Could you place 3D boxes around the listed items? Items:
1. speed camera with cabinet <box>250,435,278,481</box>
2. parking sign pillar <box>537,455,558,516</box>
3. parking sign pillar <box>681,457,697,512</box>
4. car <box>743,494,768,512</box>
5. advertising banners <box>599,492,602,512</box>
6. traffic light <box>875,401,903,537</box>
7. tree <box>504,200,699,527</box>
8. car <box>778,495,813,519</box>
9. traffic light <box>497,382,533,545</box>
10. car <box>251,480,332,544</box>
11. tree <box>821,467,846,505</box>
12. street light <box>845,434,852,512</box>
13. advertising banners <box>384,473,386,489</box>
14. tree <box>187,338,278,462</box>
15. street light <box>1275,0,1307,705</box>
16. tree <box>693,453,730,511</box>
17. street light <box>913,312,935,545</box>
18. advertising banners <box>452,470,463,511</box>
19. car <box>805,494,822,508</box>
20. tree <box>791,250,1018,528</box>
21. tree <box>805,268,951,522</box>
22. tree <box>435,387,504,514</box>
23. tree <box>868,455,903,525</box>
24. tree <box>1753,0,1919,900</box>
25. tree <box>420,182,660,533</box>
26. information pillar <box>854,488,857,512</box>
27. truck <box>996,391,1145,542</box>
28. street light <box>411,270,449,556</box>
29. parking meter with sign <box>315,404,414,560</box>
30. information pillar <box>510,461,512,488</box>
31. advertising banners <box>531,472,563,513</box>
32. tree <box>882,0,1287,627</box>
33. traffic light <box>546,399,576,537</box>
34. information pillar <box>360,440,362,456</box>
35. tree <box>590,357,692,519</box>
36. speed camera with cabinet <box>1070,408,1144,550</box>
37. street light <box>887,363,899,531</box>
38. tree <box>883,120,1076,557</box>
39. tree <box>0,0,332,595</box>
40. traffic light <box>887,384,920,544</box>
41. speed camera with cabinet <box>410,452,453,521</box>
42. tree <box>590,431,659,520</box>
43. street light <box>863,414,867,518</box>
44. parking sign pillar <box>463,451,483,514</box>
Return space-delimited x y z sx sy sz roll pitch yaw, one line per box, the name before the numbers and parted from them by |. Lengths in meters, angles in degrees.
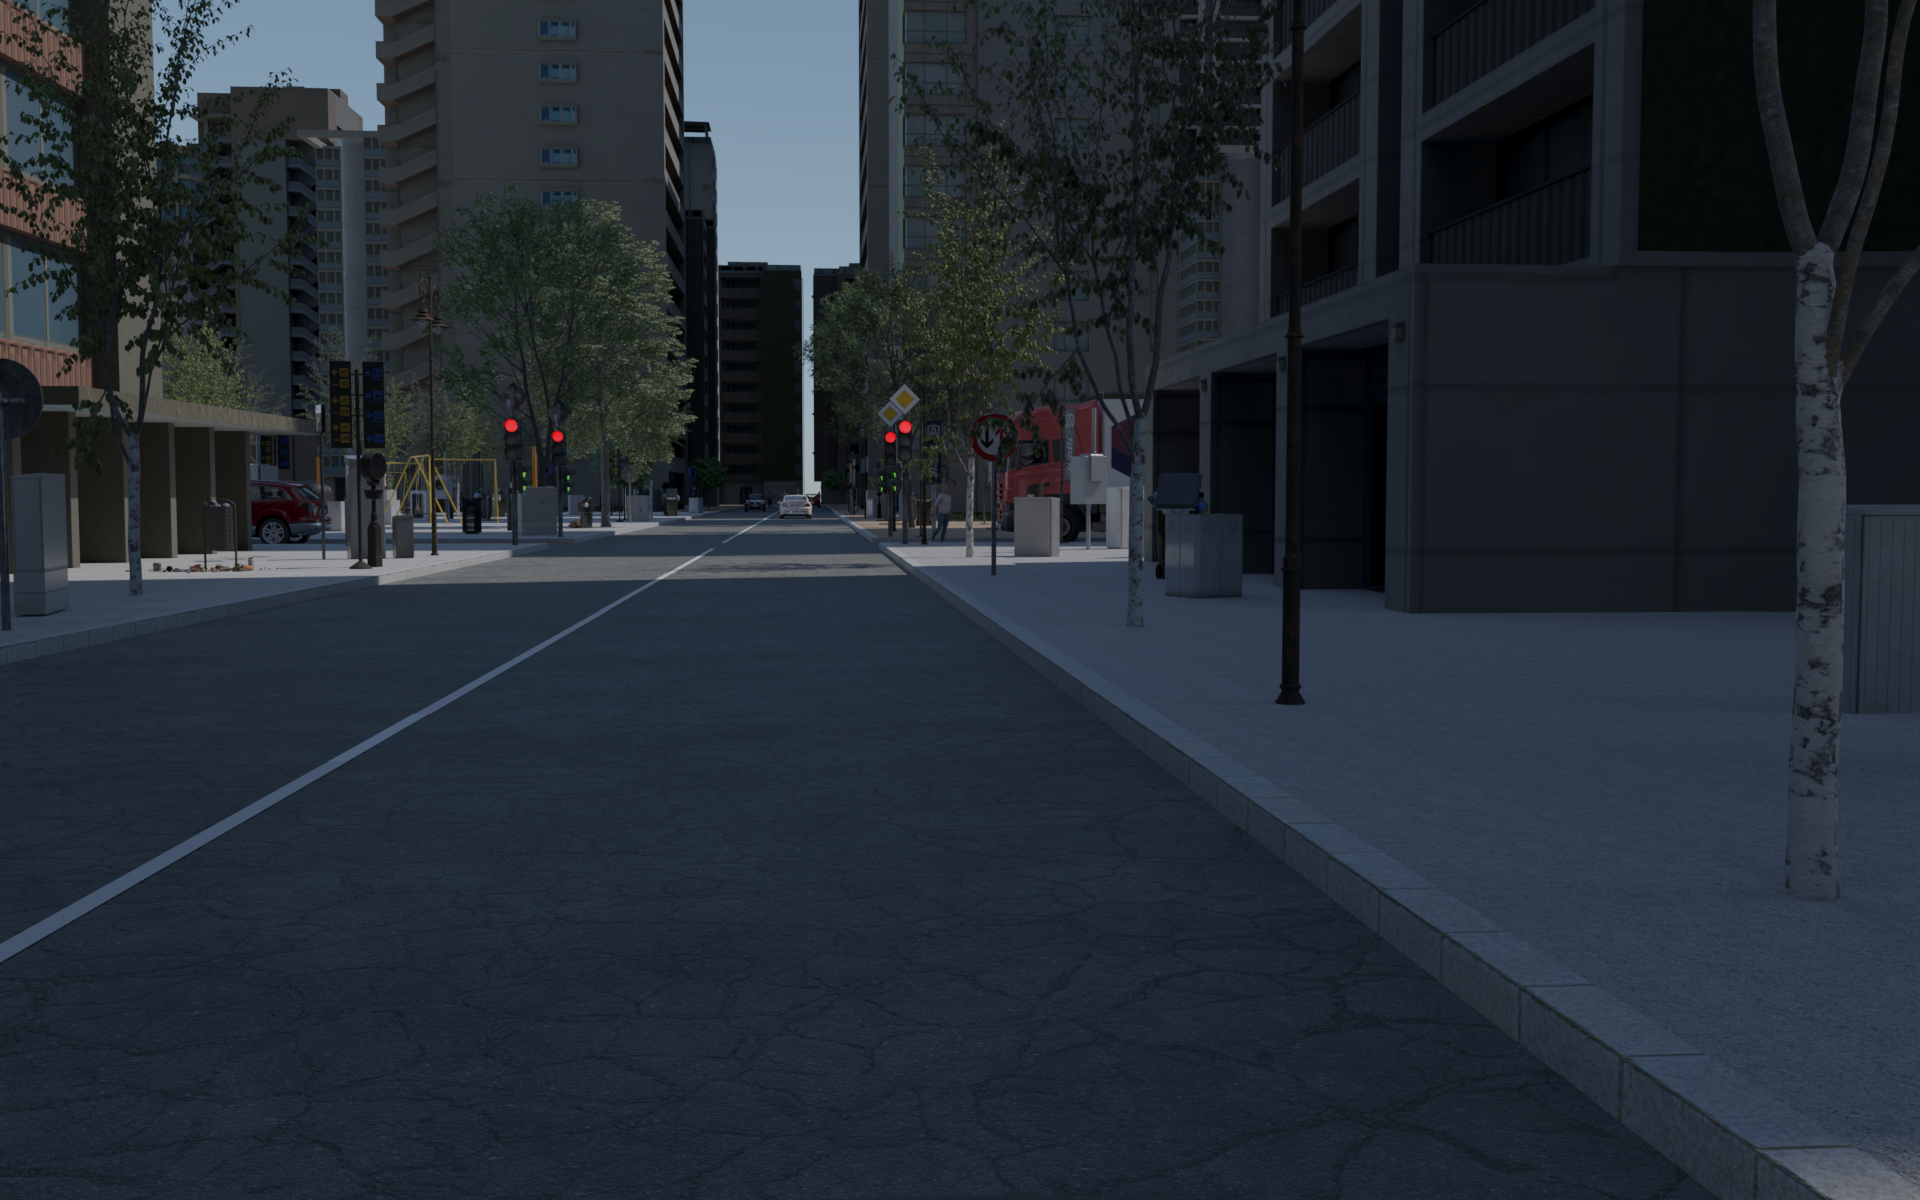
speed camera with cabinet | -20.947 -3.599 53.187 2.038 3.252 0.660 2 4 34
parking sign pillar | -24.285 -6.894 101.192 1.447 3.967 1.447 -2 4 -24
parking sign pillar | -19.571 -8.400 125.814 1.447 3.967 1.447 1 4 14
car | -16.732 -8.056 141.500 2.009 1.686 4.222 0 4 -6
advertising banners | -24.939 -7.672 121.619 0.090 3.025 2.074 1 4 9
traffic light | -2.122 -3.869 52.176 0.839 4.253 0.868 0 4 -5
tree | -14.300 -9.146 67.658 7.486 12.596 7.792 0 3 0
car | -9.593 -5.424 101.039 2.083 1.381 4.827 0 4 -6
traffic light | -11.152 -3.330 43.361 0.839 4.253 0.868 0 4 -5
car | -20.076 -2.379 47.568 5.304 1.827 2.281 0 4 -3
tree | -14.890 -13.493 204.331 4.285 4.588 4.351 0 3 0
street light | -8.155 -9.415 126.730 0.468 5.910 1.993 0 4 -5
advertising banners | -33.349 -6.338 99.821 0.090 3.025 2.074 0 4 -1
tree | -34.166 -8.024 81.560 4.360 8.622 3.978 0 3 0
street light | 2.023 -2.302 10.433 0.468 5.910 1.993 0 4 -5
tree | -19.643 -9.259 135.098 4.285 4.588 4.351 0 3 0
street light | -0.908 -4.349 43.900 0.468 5.910 1.993 0 4 -5
advertising banners | -35.717 -7.778 123.364 0.090 3.025 2.074 1 4 9
car | -15.562 -10.563 181.750 2.155 1.783 4.494 0 4 -3
tree | -1.920 -8.038 65.833 8.767 10.594 7.601 -1 4 -18
tree | -3.540 -9.475 80.669 9.928 11.665 9.643 0 3 0
tree | -33.138 -10.023 114.244 4.737 8.622 4.395 0 3 0
tree | -2.829 -4.788 72.887 1.663 3.219 1.824 0 3 0
tree | 2.718 -3.345 5.046 4.360 8.622 3.978 0 3 0
tree | -13.805 -8.040 57.205 9.928 11.665 9.643 0 3 0
information pillar | -7.338 -7.128 121.029 0.304 2.012 0.304 0 4 5
truck | 6.035 -3.651 48.615 11.283 4.237 2.839 0 4 -5
street light | -10.970 -3.865 35.985 0.468 5.910 1.993 0 4 -5
parking meter with sign | -11.734 -2.321 34.210 1.738 3.016 0.543 -2 4 -31
information pillar | -32.228 -8.131 124.304 0.183 3.616 0.504 -1 4 -21
advertising banners | -24.702 -6.557 103.394 2.074 3.025 0.090 1 4 13
tree | 1.596 -4.062 16.784 4.360 8.622 3.978 0 3 0
traffic light | -11.845 -3.816 51.316 0.839 4.253 0.868 0 4 -5
information pillar | -23.283 -4.639 67.196 0.183 3.616 0.504 -2 4 -31
tree | -16.123 -8.578 90.612 4.737 8.622 4.395 0 3 0
speed camera with cabinet | 3.538 -2.817 40.389 2.038 3.252 0.660 -2 4 -34
street light | -2.260 -5.299 59.424 0.468 5.910 1.993 0 4 -5
tree | 0.269 -5.185 35.136 4.737 8.622 4.395 0 3 0
tree | -10.437 -4.383 22.022 4.737 8.622 4.395 0 3 0
traffic light | -1.428 -3.382 44.220 0.839 4.253 0.868 0 4 -5
speed camera with cabinet | -24.956 -5.344 81.713 2.038 3.252 0.660 1 4 20
tree | -16.348 -6.182 84.782 4.285 4.588 4.351 0 3 0
street light | -5.085 -7.344 92.856 0.468 5.910 1.993 0 4 -5
parking sign pillar | -30.915 -7.431 109.972 1.447 3.967 1.447 2 4 24
